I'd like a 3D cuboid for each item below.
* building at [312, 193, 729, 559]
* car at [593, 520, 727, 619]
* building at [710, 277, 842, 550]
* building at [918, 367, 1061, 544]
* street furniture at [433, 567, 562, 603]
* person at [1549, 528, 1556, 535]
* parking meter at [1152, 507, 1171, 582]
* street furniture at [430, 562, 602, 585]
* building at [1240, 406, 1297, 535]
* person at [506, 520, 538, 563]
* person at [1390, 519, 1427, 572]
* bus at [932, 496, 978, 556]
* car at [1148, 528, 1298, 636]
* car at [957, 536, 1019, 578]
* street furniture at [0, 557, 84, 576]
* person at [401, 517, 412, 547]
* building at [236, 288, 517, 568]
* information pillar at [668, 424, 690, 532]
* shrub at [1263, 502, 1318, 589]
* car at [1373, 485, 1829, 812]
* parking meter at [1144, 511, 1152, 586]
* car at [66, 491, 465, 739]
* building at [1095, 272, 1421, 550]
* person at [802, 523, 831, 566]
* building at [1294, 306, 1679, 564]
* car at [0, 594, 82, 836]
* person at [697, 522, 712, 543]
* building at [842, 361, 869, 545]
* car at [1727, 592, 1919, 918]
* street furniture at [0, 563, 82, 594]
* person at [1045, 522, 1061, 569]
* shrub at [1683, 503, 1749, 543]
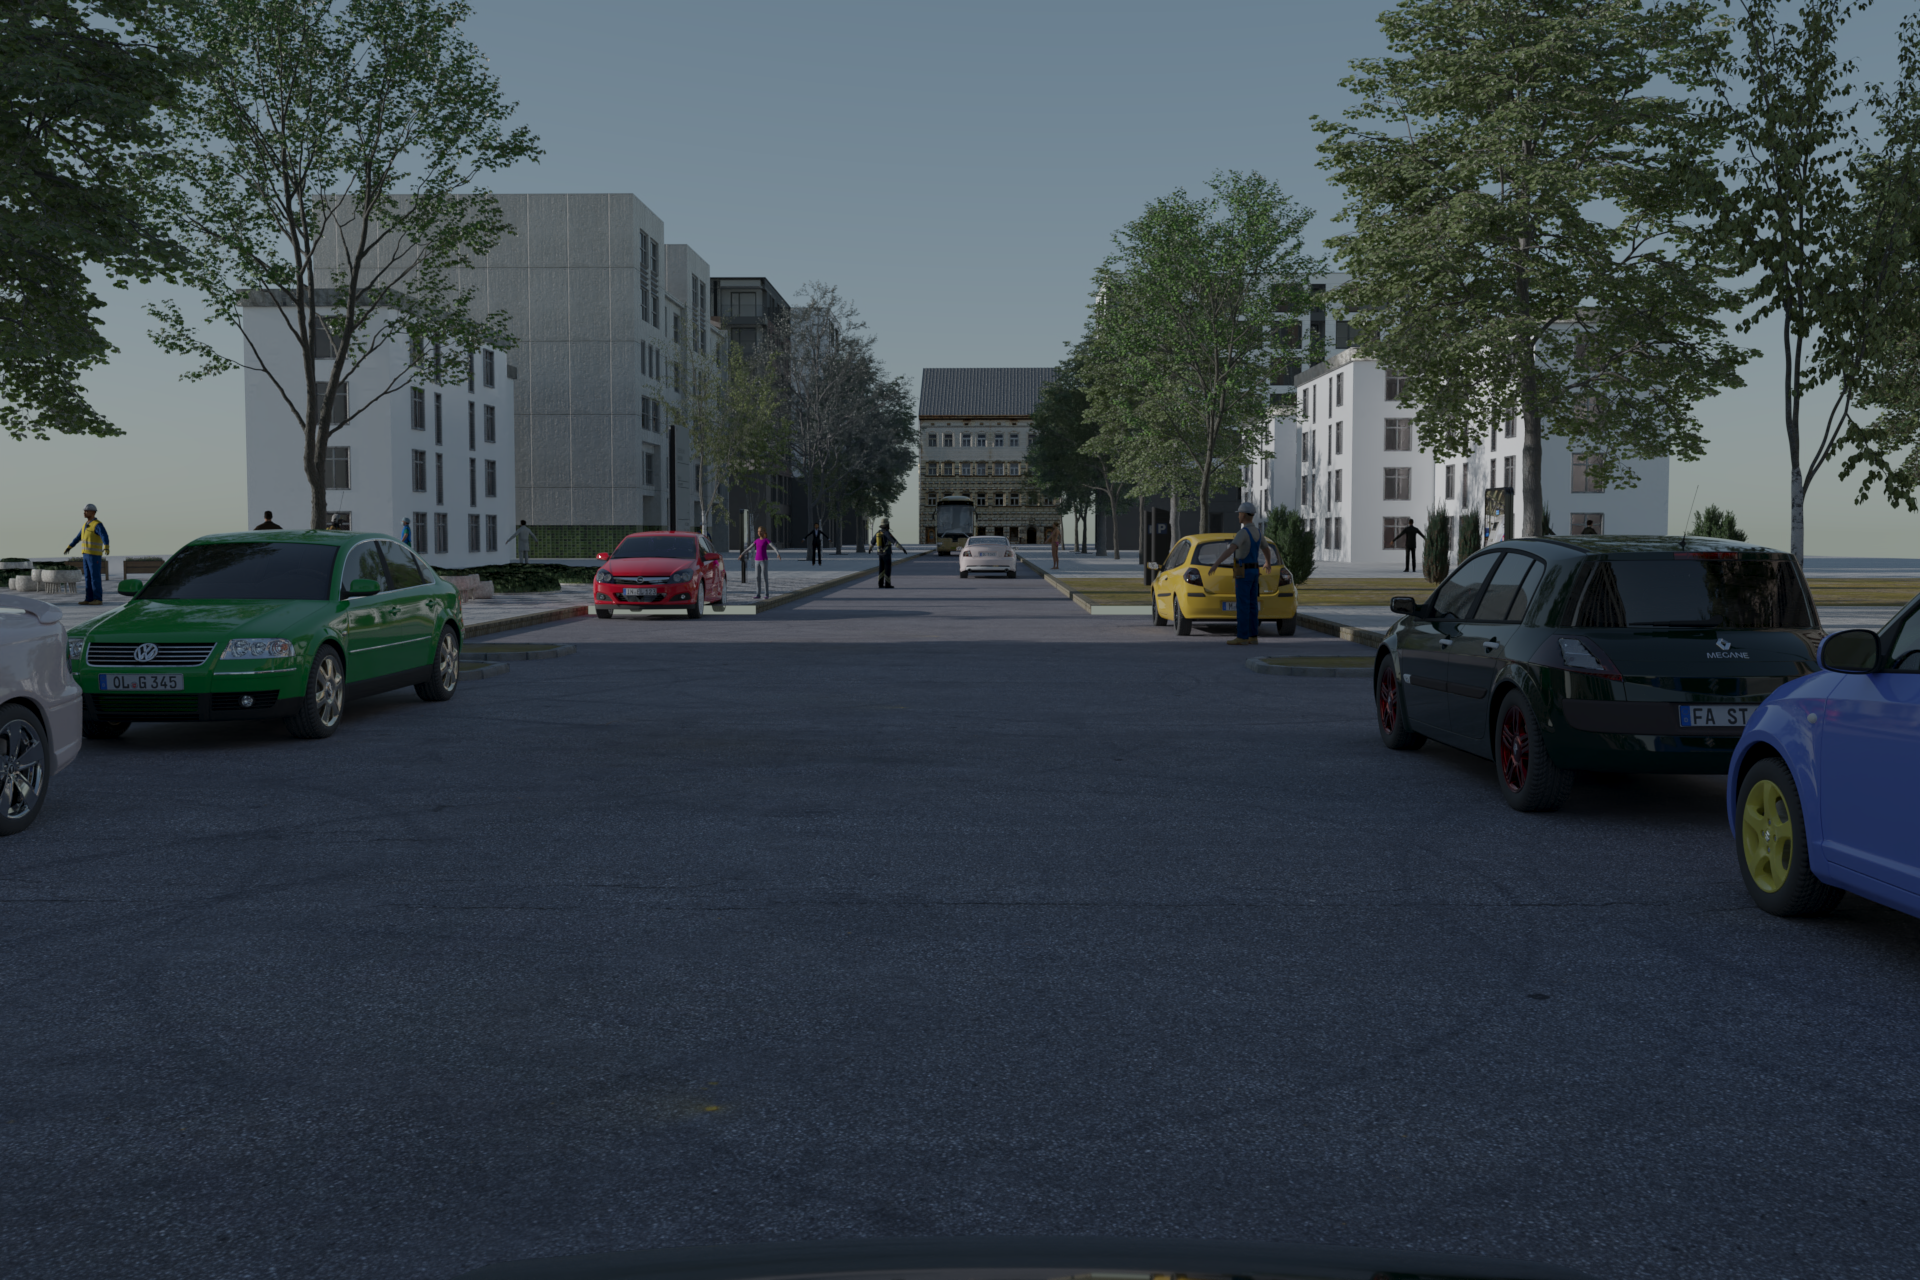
[{"bbox_3d":[-24.975,-14.655,106.060,16.747,18.905,31.486,0,4,1],"label":"building"},{"bbox_3d":[-5.257,-1.323,30.677,2.155,1.783,4.494,0,4,0],"label":"car"},{"bbox_3d":[-25.768,-18.979,154.281,27.936,21.610,32.646,0,4,1],"label":"building"},{"bbox_3d":[4.190,-24.091,227.265,18.063,23.208,19.493,0,4,2],"label":"building"},{"bbox_3d":[-11.616,-1.252,36.091,5.734,0.657,10.072,0,4,-1],"label":"street furniture"},{"bbox_3d":[18.487,-2.994,54.883,1.347,1.837,0.705,3,5,41],"label":"person"},{"bbox_3d":[4.339,-1.932,37.302,0.399,1.863,0.255,0,4,-1],"label":"parking meter"},{"bbox_3d":[-11.681,-1.941,47.368,10.072,0.657,5.734,2,4,32],"label":"street furniture"},{"bbox_3d":[24.974,-10.475,113.419,9.099,9.664,28.070,0,4,1],"label":"building"},{"bbox_3d":[-16.062,-3.515,63.656,0.705,1.806,1.347,3,5,44],"label":"person"},{"bbox_3d":[15.210,-3.196,58.476,1.346,1.802,0.704,0,4,-5],"label":"person"},{"bbox_3d":[-0.174,-7.574,115.386,2.896,3.916,12.252,0,4,1],"label":"bus"},{"bbox_3d":[3.867,-0.954,25.824,2.015,1.641,3.980,0,4,-1],"label":"car"},{"bbox_3d":[0.918,-2.753,57.376,2.083,1.381,4.827,0,4,1],"label":"car"},{"bbox_3d":[-29.141,-2.177,51.227,5.734,0.657,10.072,-1,4,-13],"label":"street furniture"},{"bbox_3d":[-17.855,-3.036,55.763,0.704,1.817,1.347,-1,4,-12],"label":"person"},{"bbox_3d":[-23.507,-8.028,73.402,9.099,9.664,28.070,0,4,2],"label":"building"},{"bbox_3d":[-6.146,-2.853,37.963,0.184,3.620,1.656,0,4,1],"label":"information pillar"},{"bbox_3d":[7.451,-2.175,39.976,1.690,2.028,1.600,0,3,0],"label":"shrub"},{"bbox_3d":[3.699,-0.033,10.322,2.009,1.686,4.222,0,4,0],"label":"car"},{"bbox_3d":[4.789,-2.290,43.148,0.399,1.863,0.255,0,4,-1],"label":"parking meter"},{"bbox_3d":[-5.280,-0.289,13.522,1.959,1.807,4.718,0,4,1],"label":"car"},{"bbox_3d":[25.661,-18.833,151.895,27.936,21.610,32.646,0,4,1],"label":"building"},{"bbox_3d":[-5.837,-3.899,70.463,1.216,1.740,0.721,0,4,-2],"label":"person"},{"bbox_3d":[22.090,-8.313,78.060,9.099,9.664,28.070,0,4,1],"label":"building"},{"bbox_3d":[-5.437,0.332,6.937,2.083,1.381,4.827,0,4,1],"label":"car"},{"bbox_3d":[-10.443,-3.875,69.823,0.721,1.772,1.216,3,5,40],"label":"person"},{"bbox_3d":[-25.635,-21.809,200.544,27.936,21.610,32.646,0,4,1],"label":"building"},{"bbox_3d":[3.836,0.257,5.391,1.945,1.707,3.694,0,4,1],"label":"car"},{"bbox_3d":[-23.291,-1.455,39.410,5.734,0.657,10.072,-2,4,-35],"label":"street furniture"},{"bbox_3d":[3.396,-3.439,63.030,0.721,1.733,1.217,2,4,29],"label":"person"},{"bbox_3d":[17.902,-2.246,41.135,1.690,2.028,1.600,0,3,0],"label":"shrub"}]
